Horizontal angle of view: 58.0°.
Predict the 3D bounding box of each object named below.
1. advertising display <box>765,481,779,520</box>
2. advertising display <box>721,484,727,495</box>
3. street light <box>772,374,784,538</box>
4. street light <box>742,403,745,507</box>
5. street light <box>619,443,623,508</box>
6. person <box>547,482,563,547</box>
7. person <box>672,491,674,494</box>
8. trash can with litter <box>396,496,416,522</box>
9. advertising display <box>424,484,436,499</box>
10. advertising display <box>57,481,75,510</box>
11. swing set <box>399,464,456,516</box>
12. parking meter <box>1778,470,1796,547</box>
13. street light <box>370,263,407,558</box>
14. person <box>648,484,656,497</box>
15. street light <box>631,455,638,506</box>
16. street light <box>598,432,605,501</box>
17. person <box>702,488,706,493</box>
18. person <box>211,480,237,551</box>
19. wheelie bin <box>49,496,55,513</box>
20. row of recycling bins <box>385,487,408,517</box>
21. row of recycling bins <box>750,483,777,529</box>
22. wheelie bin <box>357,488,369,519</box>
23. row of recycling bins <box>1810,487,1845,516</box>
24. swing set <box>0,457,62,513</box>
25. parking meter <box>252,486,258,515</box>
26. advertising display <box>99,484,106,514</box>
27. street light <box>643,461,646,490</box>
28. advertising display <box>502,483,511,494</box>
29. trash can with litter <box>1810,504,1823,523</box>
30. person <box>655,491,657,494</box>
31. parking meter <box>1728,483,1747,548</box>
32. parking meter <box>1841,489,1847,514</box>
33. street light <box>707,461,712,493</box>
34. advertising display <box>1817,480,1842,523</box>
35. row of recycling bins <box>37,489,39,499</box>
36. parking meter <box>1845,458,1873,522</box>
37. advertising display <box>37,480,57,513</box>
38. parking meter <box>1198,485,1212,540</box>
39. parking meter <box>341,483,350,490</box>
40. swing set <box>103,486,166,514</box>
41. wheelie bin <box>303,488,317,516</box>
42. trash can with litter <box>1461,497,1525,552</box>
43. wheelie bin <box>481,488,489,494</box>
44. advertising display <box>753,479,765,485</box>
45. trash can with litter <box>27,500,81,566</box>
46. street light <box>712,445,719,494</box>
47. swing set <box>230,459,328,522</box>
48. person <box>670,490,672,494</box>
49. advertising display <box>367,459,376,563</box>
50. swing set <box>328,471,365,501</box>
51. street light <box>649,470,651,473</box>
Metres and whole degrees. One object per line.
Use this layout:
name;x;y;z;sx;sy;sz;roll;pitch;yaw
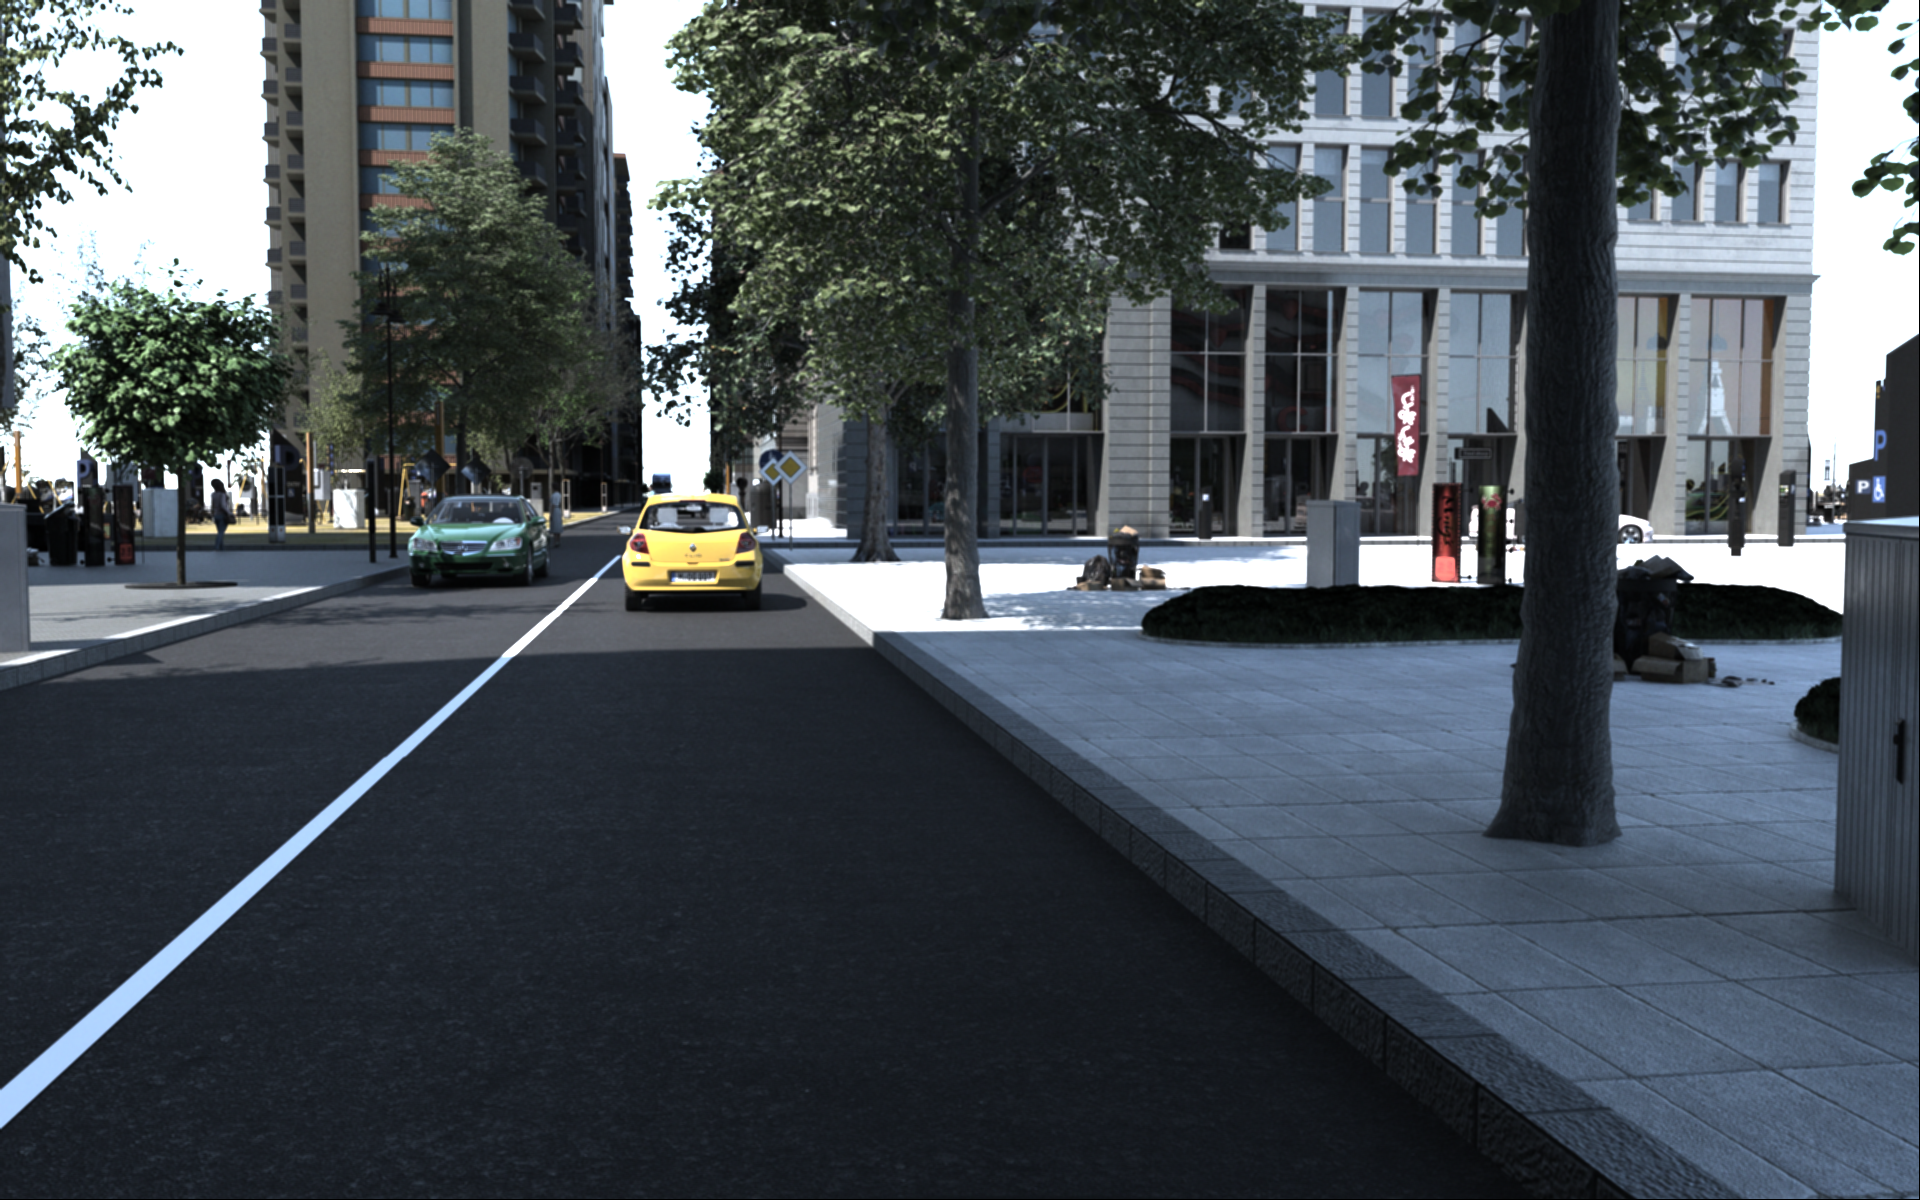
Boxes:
advertising display;-9.279;-4.896;85.267;0.974;1.923;0.123;-3;4;-37
advertising display;-16.160;-6.995;119.585;0.123;1.923;0.974;-1;4;-21
street light;-5.270;-4.770;50.782;0.468;5.910;1.993;-1;4;-9
street light;-10.751;-6.924;86.001;0.468;5.910;1.993;-1;4;-9
street light;-30.714;-11.281;157.238;0.468;5.910;1.993;-1;4;-9
person;-10.945;-2.294;46.573;0.524;1.755;0.480;1;4;12
person;-30.097;-10.623;182.634;0.568;1.767;0.683;1;4;17
trash can with litter;-25.943;-4.253;80.916;1.055;1.170;0.624;2;4;27
advertising display;-35.393;-6.747;115.533;0.974;1.923;0.123;0;4;1
advertising display;-42.940;-4.767;83.147;0.974;1.923;0.123;1;4;13
swing set;-27.704;-5.687;90.606;3.119;2.851;2.862;0;4;-4
parking meter;19.998;-2.213;41.896;0.399;1.863;0.255;-3;5;-41
street light;-11.439;-3.792;34.792;0.468;5.910;1.993;-1;4;-9
person;-12.174;-3.704;69.086;0.620;1.820;0.660;0;4;-7
street light;-36.441;-13.481;193.208;0.468;5.910;1.993;-1;4;-9
street light;-25.242;-9.134;122.126;0.468;5.910;1.993;-1;4;-9
person;-14.974;-5.632;100.770;0.473;1.802;0.592;2;4;34
person;-16.936;-1.868;39.636;0.593;1.750;0.643;2;4;29
wheelie bin;-47.217;-4.983;89.373;0.693;1.594;0.980;0;4;0
row of recycling bins;-32.462;-5.601;98.682;3.534;1.692;1.069;1;4;17
row of recycling bins;-7.342;-3.523;64.714;1.069;1.692;3.534;0;4;-5
wheelie bin;-30.553;-4.953;88.890;0.980;1.594;0.693;0;4;-6
row of recycling bins;50.594;-5.715;100.553;3.534;1.692;1.069;1;4;16
swing set;-40.367;-4.712;74.668;2.862;2.851;3.119;-1;4;-10
parking meter;-43.205;-6.136;106.034;0.399;1.863;0.255;0;4;3
advertising display;-55.722;-6.553;112.352;0.123;1.923;0.974;1;4;9
street light;-43.575;-16.304;239.364;0.468;5.910;1.993;-1;4;-9
advertising display;-27.249;-6.074;104.528;0.974;1.923;0.123;2;4;30
trash can with litter;35.876;-3.777;73.137;1.055;1.170;0.624;2;4;30
person;-30.304;-9.972;172.479;0.756;1.711;0.436;2;4;25
parking meter;18.466;-2.003;41.162;0.372;1.533;0.369;0;3;0
parking meter;47.250;-5.140;92.442;0.372;1.533;0.369;0;3;0
street light;-28.085;-13.677;196.399;0.468;5.910;1.993;-1;4;-9
advertising display;38.821;-4.414;77.376;0.974;1.923;0.123;2;4;34
row of recycling bins;-53.524;-5.586;98.442;1.069;1.692;3.534;0;4;0
parking meter;14.432;-1.350;27.792;0.399;1.863;0.255;1;4;15
advertising display;-42.700;-4.627;80.866;0.123;1.923;0.974;1;4;9
parking meter;6.885;-2.459;48.609;0.372;1.533;0.369;0;3;0
parking meter;-31.052;-5.002;87.487;0.255;1.863;0.399;3;5;44
swing set;-48.824;-6.431;102.770;2.862;2.851;3.119;1;4;22
wheelie bin;-35.667;-5.328;95.016;0.693;1.594;0.980;1;4;18
trash can with litter;12.344;-1.713;39.064;2.233;1.210;1.678;0;4;8
wheelie bin;-24.358;-4.936;88.610;0.693;1.594;0.980;0;4;-8
advertising display;-8.433;-4.093;72.129;0.123;1.923;0.974;-1;4;-23
trash can with litter;-16.392;-1.206;31.111;1.055;1.170;0.624;-2;4;-30
street light;-22.627;-11.529;161.284;0.468;5.910;1.993;-1;4;-9
swing set;-31.084;-4.957;78.666;3.119;2.851;2.862;1;4;20
person;-24.405;-8.391;146.217;0.617;1.759;0.750;0;4;-6
advertising display;-11.087;-1.678;32.648;0.123;1.923;0.974;-1;4;-19
swing set;-40.488;-7.254;116.226;3.119;2.851;2.862;0;4;7
street light;-49.269;-18.504;275.320;0.468;5.910;1.993;-1;4;-9
